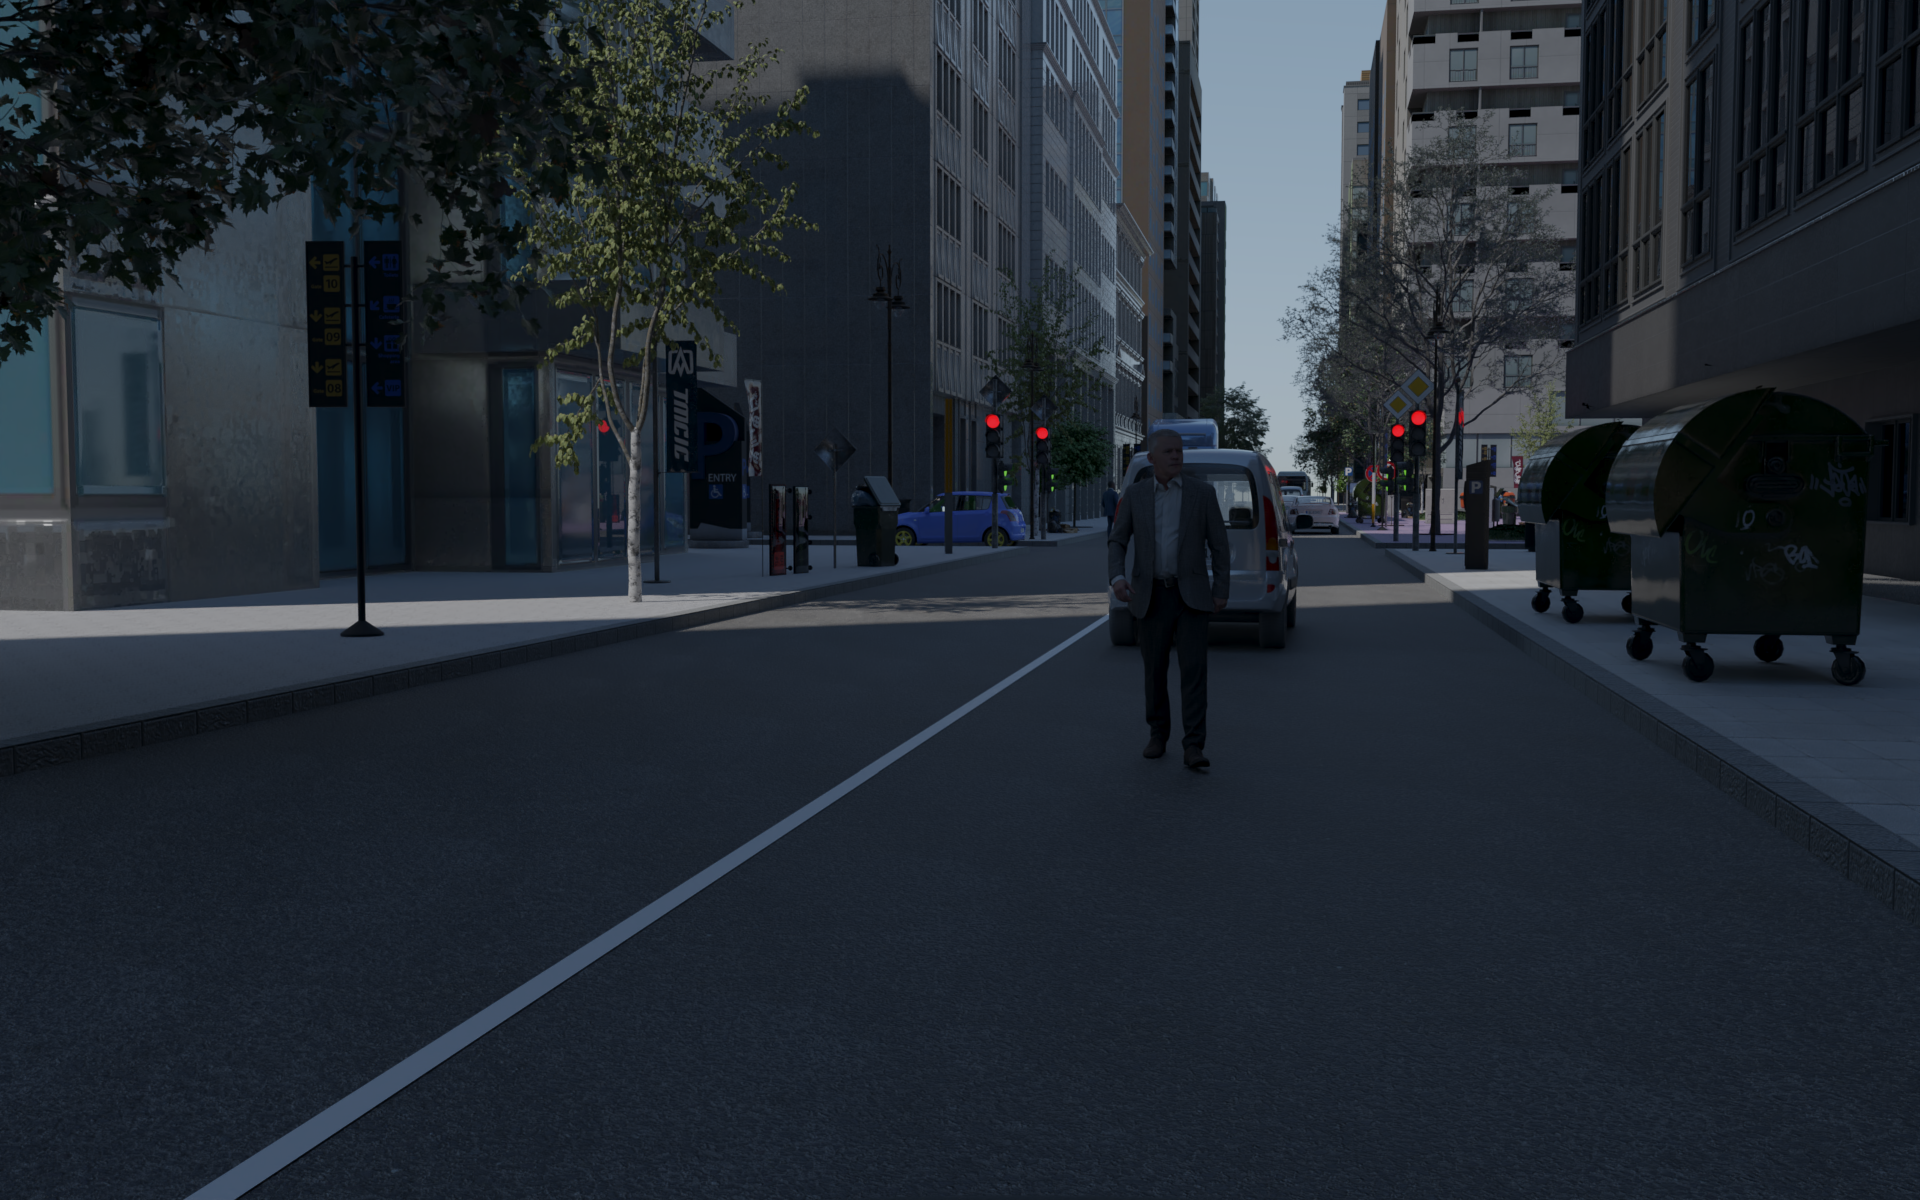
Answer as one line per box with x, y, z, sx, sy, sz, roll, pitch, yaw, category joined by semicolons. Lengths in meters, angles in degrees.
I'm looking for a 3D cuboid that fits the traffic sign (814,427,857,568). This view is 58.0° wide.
-2.155;-1.751;29.819;0.795;2.450;0.064;1;4;18;traffic sign

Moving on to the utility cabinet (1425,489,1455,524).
20.458;-3.984;73.821;1.173;1.500;0.318;1;4;11;utility cabinet

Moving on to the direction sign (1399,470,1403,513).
30.139;-7.784;119.269;0.876;3.537;0.379;-1;4;-13;direction sign

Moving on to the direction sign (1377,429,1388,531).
14.880;-4.216;60.926;0.379;3.537;0.876;2;4;30;direction sign

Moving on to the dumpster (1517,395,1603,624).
6.614;-0.934;17.765;1.502;2.255;1.985;1;4;11;dumpster

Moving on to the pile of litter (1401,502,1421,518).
24.115;-4.763;91.847;1.719;0.858;1.176;-2;4;-24;pile of litter

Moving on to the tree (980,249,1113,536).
2.459;-6.283;53.085;4.737;8.622;4.395;0;3;0;tree

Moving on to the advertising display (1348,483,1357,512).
22.117;-5.599;96.752;0.974;1.923;0.123;-1;4;-23;advertising display

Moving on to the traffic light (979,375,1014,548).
0.842;-3.176;40.853;0.839;4.253;0.868;1;4;11;traffic light

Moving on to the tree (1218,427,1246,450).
28.478;-14.375;185.399;4.737;8.622;4.395;0;3;0;tree

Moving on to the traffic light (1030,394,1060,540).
2.370;-3.656;48.691;0.839;4.253;0.868;1;4;11;traffic light

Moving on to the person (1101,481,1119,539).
4.279;-2.432;48.444;0.721;1.800;0.419;3;5;41;person

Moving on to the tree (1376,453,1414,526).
17.517;-4.594;69.706;1.663;3.219;1.824;0;3;0;tree

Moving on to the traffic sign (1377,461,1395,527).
16.378;-4.061;66.510;0.768;2.556;0.104;1;4;12;traffic sign

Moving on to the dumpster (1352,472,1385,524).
17.987;-4.489;75.893;1.502;2.255;1.985;1;4;11;dumpster

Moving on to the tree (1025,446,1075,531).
3.095;-4.044;60.717;1.663;3.219;1.824;0;3;0;tree

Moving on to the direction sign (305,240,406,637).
-5.415;-1.443;15.583;0.876;3.537;0.379;0;4;3;direction sign

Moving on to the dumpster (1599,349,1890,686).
5.582;-0.608;12.427;1.502;2.255;1.985;1;4;11;dumpster

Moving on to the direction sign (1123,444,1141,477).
7.713;-5.248;77.808;0.876;3.537;0.379;2;4;29;direction sign

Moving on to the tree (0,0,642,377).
-6.551;-5.642;9.259;9.611;12.733;9.660;0;3;0;tree

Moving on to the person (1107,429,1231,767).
1.120;-0.018;9.193;0.661;1.777;0.834;0;4;0;person

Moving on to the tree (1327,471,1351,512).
27.882;-7.991;125.250;1.663;3.219;1.824;0;3;0;tree

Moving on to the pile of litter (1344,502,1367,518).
21.246;-4.833;92.981;1.176;0.858;1.719;0;4;7;pile of litter

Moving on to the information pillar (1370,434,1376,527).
16.129;-4.656;67.472;0.183;3.616;0.504;1;4;18;information pillar

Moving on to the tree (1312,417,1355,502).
33.562;-12.546;155.495;4.360;8.622;3.978;0;3;0;tree

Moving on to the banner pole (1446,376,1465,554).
10.580;-2.857;36.725;0.401;3.779;0.863;0;4;5;banner pole

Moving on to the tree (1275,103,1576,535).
15.026;-8.778;53.884;12.009;13.543;11.850;0;3;0;tree

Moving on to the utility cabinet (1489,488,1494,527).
19.555;-3.404;64.335;0.318;1.500;1.173;2;4;26;utility cabinet

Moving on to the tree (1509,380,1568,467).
37.166;-9.806;110.694;4.737;8.622;4.395;0;3;0;tree

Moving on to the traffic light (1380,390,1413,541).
11.808;-3.545;46.874;0.839;4.253;0.868;1;4;11;traffic light

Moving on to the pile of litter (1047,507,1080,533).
3.381;-2.646;57.226;1.176;0.858;1.719;1;4;18;pile of litter

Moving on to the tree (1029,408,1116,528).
4.306;-5.054;66.341;4.285;4.588;4.351;0;3;0;tree

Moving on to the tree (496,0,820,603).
-3.799;-4.291;20.527;4.737;8.622;4.395;0;3;0;tree

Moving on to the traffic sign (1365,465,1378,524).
17.872;-4.563;74.705;0.768;2.556;0.104;1;4;19;traffic sign

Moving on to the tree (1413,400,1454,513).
30.369;-10.041;114.534;4.360;8.622;3.978;0;3;0;tree

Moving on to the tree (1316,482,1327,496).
47.059;-14.032;224.024;1.663;3.219;1.824;0;3;0;tree

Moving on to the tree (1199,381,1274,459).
30.356;-17.630;194.897;9.857;13.997;8.962;0;3;0;tree

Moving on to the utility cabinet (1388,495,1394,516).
24.849;-5.425;99.861;0.306;1.237;1.020;0;4;8;utility cabinet

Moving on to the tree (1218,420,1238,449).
25.668;-13.536;171.682;4.360;8.622;3.978;0;3;0;tree

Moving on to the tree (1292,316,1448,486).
25.337;-11.621;107.009;9.611;12.733;9.660;0;3;0;tree

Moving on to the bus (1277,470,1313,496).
28.061;-9.210;145.443;2.948;3.499;13.247;1;4;13;bus

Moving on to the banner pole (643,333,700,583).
-4.152;-2.133;24.896;0.863;3.779;0.401;1;4;8;banner pole

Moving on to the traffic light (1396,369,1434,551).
10.279;-3.065;39.036;0.839;4.253;0.868;1;4;11;traffic light

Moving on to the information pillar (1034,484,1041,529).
2.722;-3.525;62.119;0.304;2.012;0.304;-1;4;-13;information pillar

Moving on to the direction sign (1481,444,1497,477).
24.155;-5.333;79.185;0.876;3.537;0.379;-2;4;-24;direction sign
